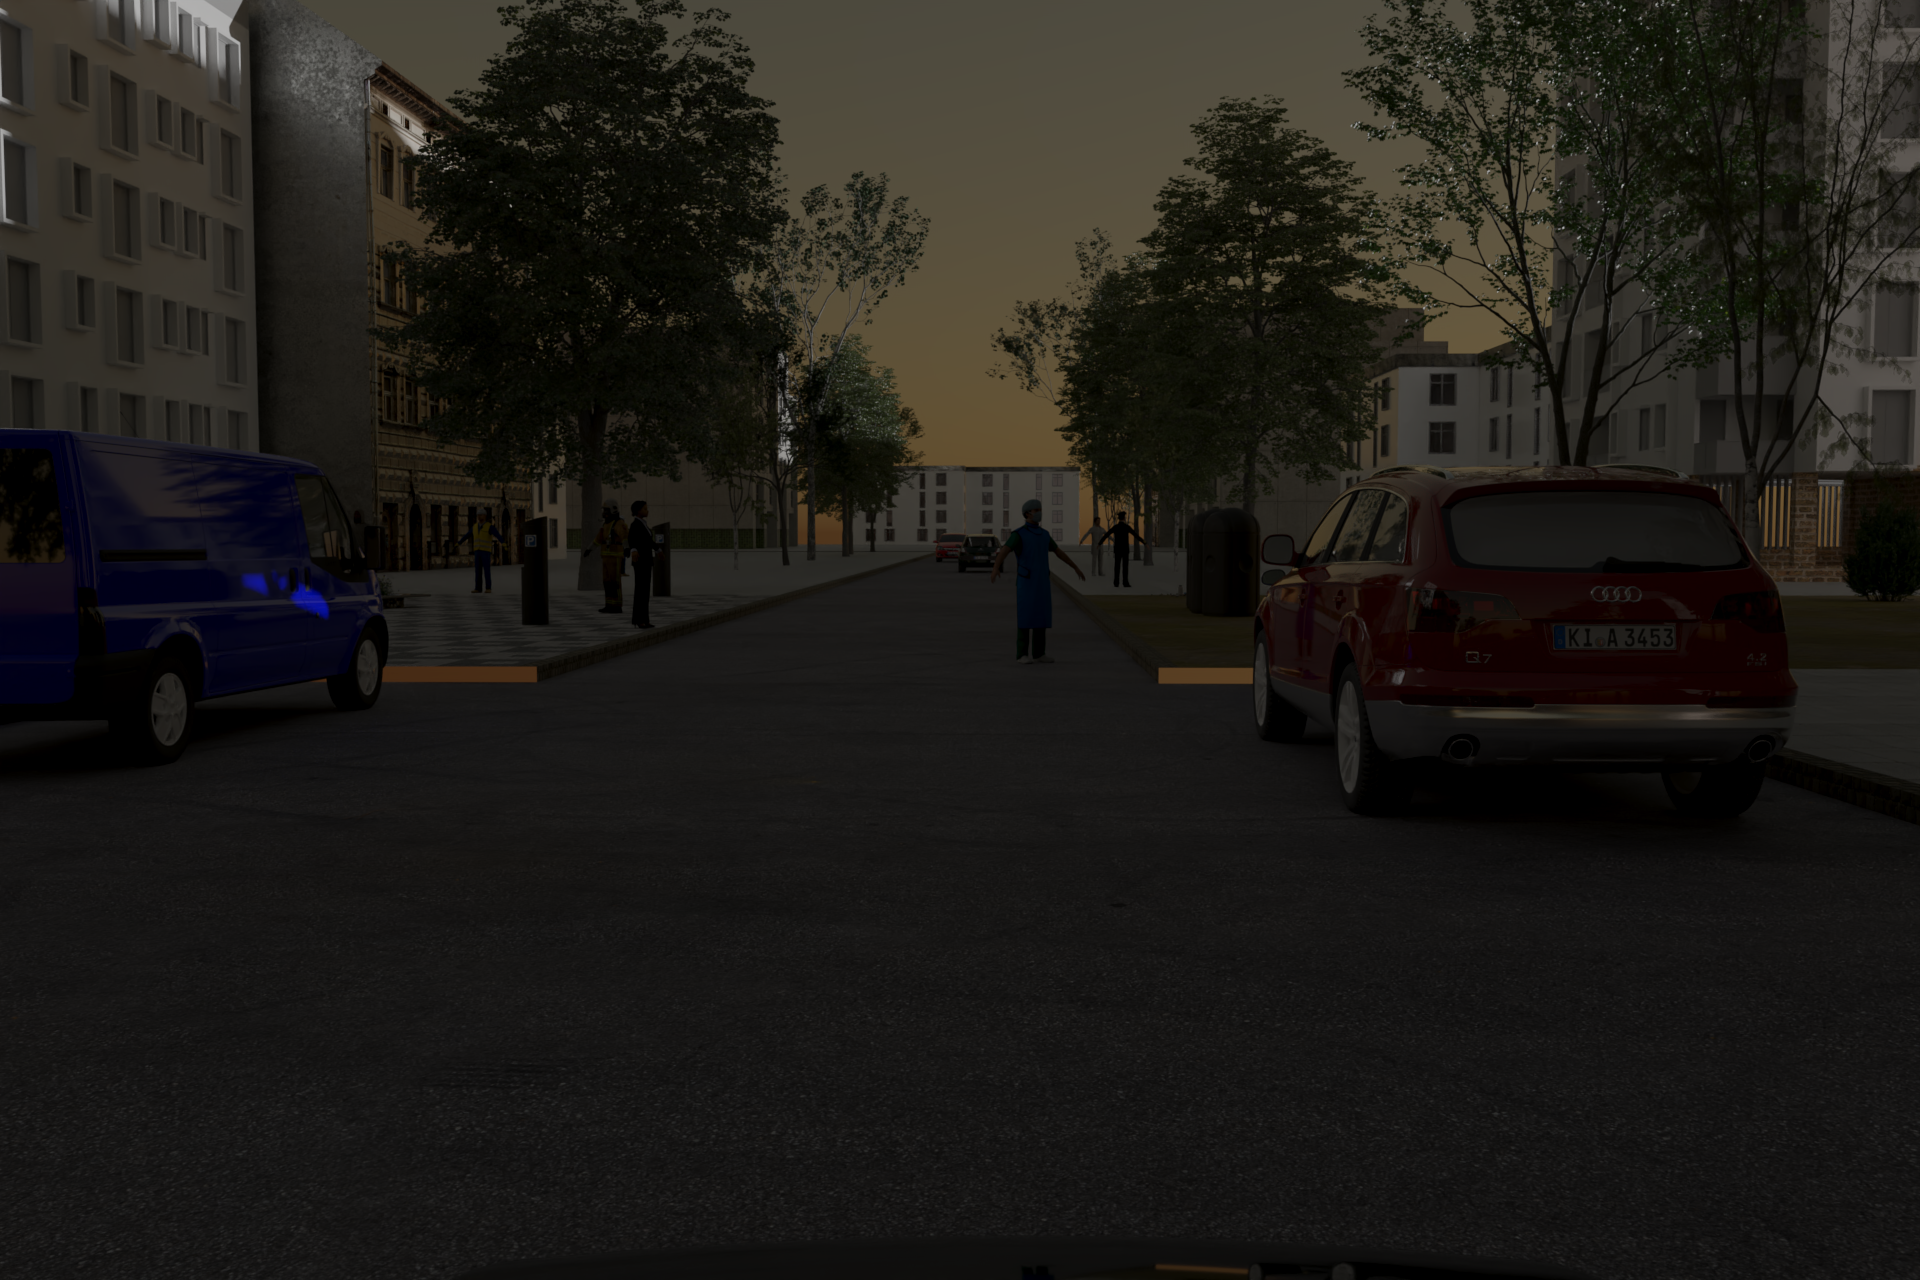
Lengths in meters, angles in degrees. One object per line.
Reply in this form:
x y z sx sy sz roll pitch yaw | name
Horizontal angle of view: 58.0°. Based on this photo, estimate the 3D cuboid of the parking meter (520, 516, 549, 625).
-6.008 -0.982 24.466 0.372 1.533 0.369 0 3 0 | parking meter

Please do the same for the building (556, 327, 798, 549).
-25.625 -18.175 163.615 16.747 18.905 31.486 0 4 2 | building

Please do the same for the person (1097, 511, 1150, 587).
3.910 -2.193 41.787 1.347 1.837 0.705 2 4 24 | person

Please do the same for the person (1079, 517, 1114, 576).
4.236 -2.876 53.214 1.347 1.806 0.705 -1 4 -22 | person

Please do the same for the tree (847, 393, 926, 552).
-6.195 -12.108 123.724 9.928 11.665 9.643 0 3 0 | tree

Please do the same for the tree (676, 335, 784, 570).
-7.955 -6.763 60.933 4.737 8.622 4.395 0 3 0 | tree

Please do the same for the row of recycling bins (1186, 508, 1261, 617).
4.254 -1.306 28.465 1.069 1.692 3.534 0 4 2 | row of recycling bins

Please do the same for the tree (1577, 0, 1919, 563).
7.951 -4.108 17.526 4.360 8.622 3.978 0 3 0 | tree

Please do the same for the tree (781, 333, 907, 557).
-6.656 -11.001 97.997 7.486 12.596 7.792 0 3 0 | tree

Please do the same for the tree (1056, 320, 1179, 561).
8.502 -9.659 83.673 9.928 11.665 9.643 0 3 0 | tree

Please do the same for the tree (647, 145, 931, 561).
-8.630 -13.943 83.857 12.611 20.169 13.585 0 3 0 | tree

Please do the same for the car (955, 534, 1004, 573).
0.814 -3.416 65.643 2.009 1.686 4.222 0 4 1 | car

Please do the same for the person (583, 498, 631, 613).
-5.674 -1.367 28.113 0.705 1.858 1.354 -3 5 -42 | person

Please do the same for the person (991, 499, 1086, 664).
0.827 -0.651 19.225 1.347 1.817 0.704 -3 4 -38 | person

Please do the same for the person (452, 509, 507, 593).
-10.380 -1.934 37.590 1.349 1.833 0.705 1 4 17 | person

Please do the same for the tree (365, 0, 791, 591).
-8.510 -8.106 39.187 9.857 13.997 8.962 0 3 0 | tree

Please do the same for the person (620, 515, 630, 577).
-10.194 -2.837 52.237 0.705 1.847 1.347 1 4 22 | person

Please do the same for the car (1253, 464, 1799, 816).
3.039 -0.104 10.378 2.281 1.827 5.304 0 4 2 | car

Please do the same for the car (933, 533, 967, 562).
-0.301 -4.900 89.158 2.155 1.783 4.494 0 4 2 | car

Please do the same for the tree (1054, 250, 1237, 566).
7.246 -9.302 70.221 7.486 12.596 7.792 0 3 0 | tree

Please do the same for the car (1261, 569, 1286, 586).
3.691 -0.349 15.293 1.945 1.707 3.694 0 4 1 | car

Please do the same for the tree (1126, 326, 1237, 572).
7.423 -6.636 58.857 4.737 8.622 4.395 0 3 0 | tree

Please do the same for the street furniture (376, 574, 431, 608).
-12.756 -1.342 28.795 9.812 1.723 11.010 2 4 27 | street furniture

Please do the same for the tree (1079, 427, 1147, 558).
7.991 -8.666 92.044 4.360 8.622 3.978 0 3 0 | tree

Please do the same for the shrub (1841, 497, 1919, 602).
17.702 -1.751 33.052 1.690 2.028 1.600 0 3 0 | shrub

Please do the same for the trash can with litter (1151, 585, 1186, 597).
4.828 -1.492 35.446 1.678 1.210 2.233 0 4 0 | trash can with litter

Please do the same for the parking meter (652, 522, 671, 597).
-6.124 -1.658 35.518 0.372 1.533 0.369 0 3 0 | parking meter

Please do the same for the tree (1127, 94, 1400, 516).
7.876 -7.788 45.469 7.486 12.596 7.792 0 3 0 | tree

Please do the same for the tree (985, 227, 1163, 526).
7.850 -15.541 109.989 12.611 20.169 13.585 0 3 0 | tree

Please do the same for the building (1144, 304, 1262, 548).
28.474 -20.947 173.413 19.493 23.208 18.063 0 4 2 | building

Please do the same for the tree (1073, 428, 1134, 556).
8.744 -9.180 100.452 4.360 8.622 3.978 0 3 0 | tree

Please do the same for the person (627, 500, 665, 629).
-4.258 -1.031 23.580 0.721 1.740 1.216 0 4 8 | person

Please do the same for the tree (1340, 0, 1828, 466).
10.482 -6.343 29.468 9.928 11.665 9.643 0 3 0 | tree

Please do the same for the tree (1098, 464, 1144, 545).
20.235 -17.393 210.134 9.928 11.665 9.643 0 3 0 | tree

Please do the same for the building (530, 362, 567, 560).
-24.975 -9.071 90.460 9.099 9.664 28.070 0 4 2 | building

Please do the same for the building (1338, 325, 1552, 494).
24.818 -8.473 80.673 9.099 9.664 28.070 0 4 2 | building

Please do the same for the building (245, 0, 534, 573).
-27.853 -14.310 64.900 19.493 23.208 18.063 0 4 2 | building

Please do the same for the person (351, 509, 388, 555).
-12.555 -1.839 36.192 1.348 1.813 0.705 0 4 8 | person

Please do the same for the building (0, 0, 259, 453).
-27.535 -11.335 41.755 16.016 20.090 11.380 0 4 1 | building

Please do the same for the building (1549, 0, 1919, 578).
25.593 -12.354 58.405 16.016 20.090 11.380 0 4 1 | building

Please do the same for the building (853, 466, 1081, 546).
0.724 -16.398 212.705 28.070 9.664 9.099 0 4 4 | building

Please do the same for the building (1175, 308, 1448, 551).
28.007 -16.989 144.223 16.747 18.905 31.486 0 4 1 | building

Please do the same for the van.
-5.793 -0.491 12.408 2.240 2.365 5.245 0 4 1 | van

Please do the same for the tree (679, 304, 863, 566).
-7.382 -8.327 70.567 7.601 10.594 8.767 2 4 29 | tree

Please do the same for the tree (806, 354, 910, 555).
-6.596 -11.652 108.636 7.486 12.596 7.792 0 3 0 | tree
